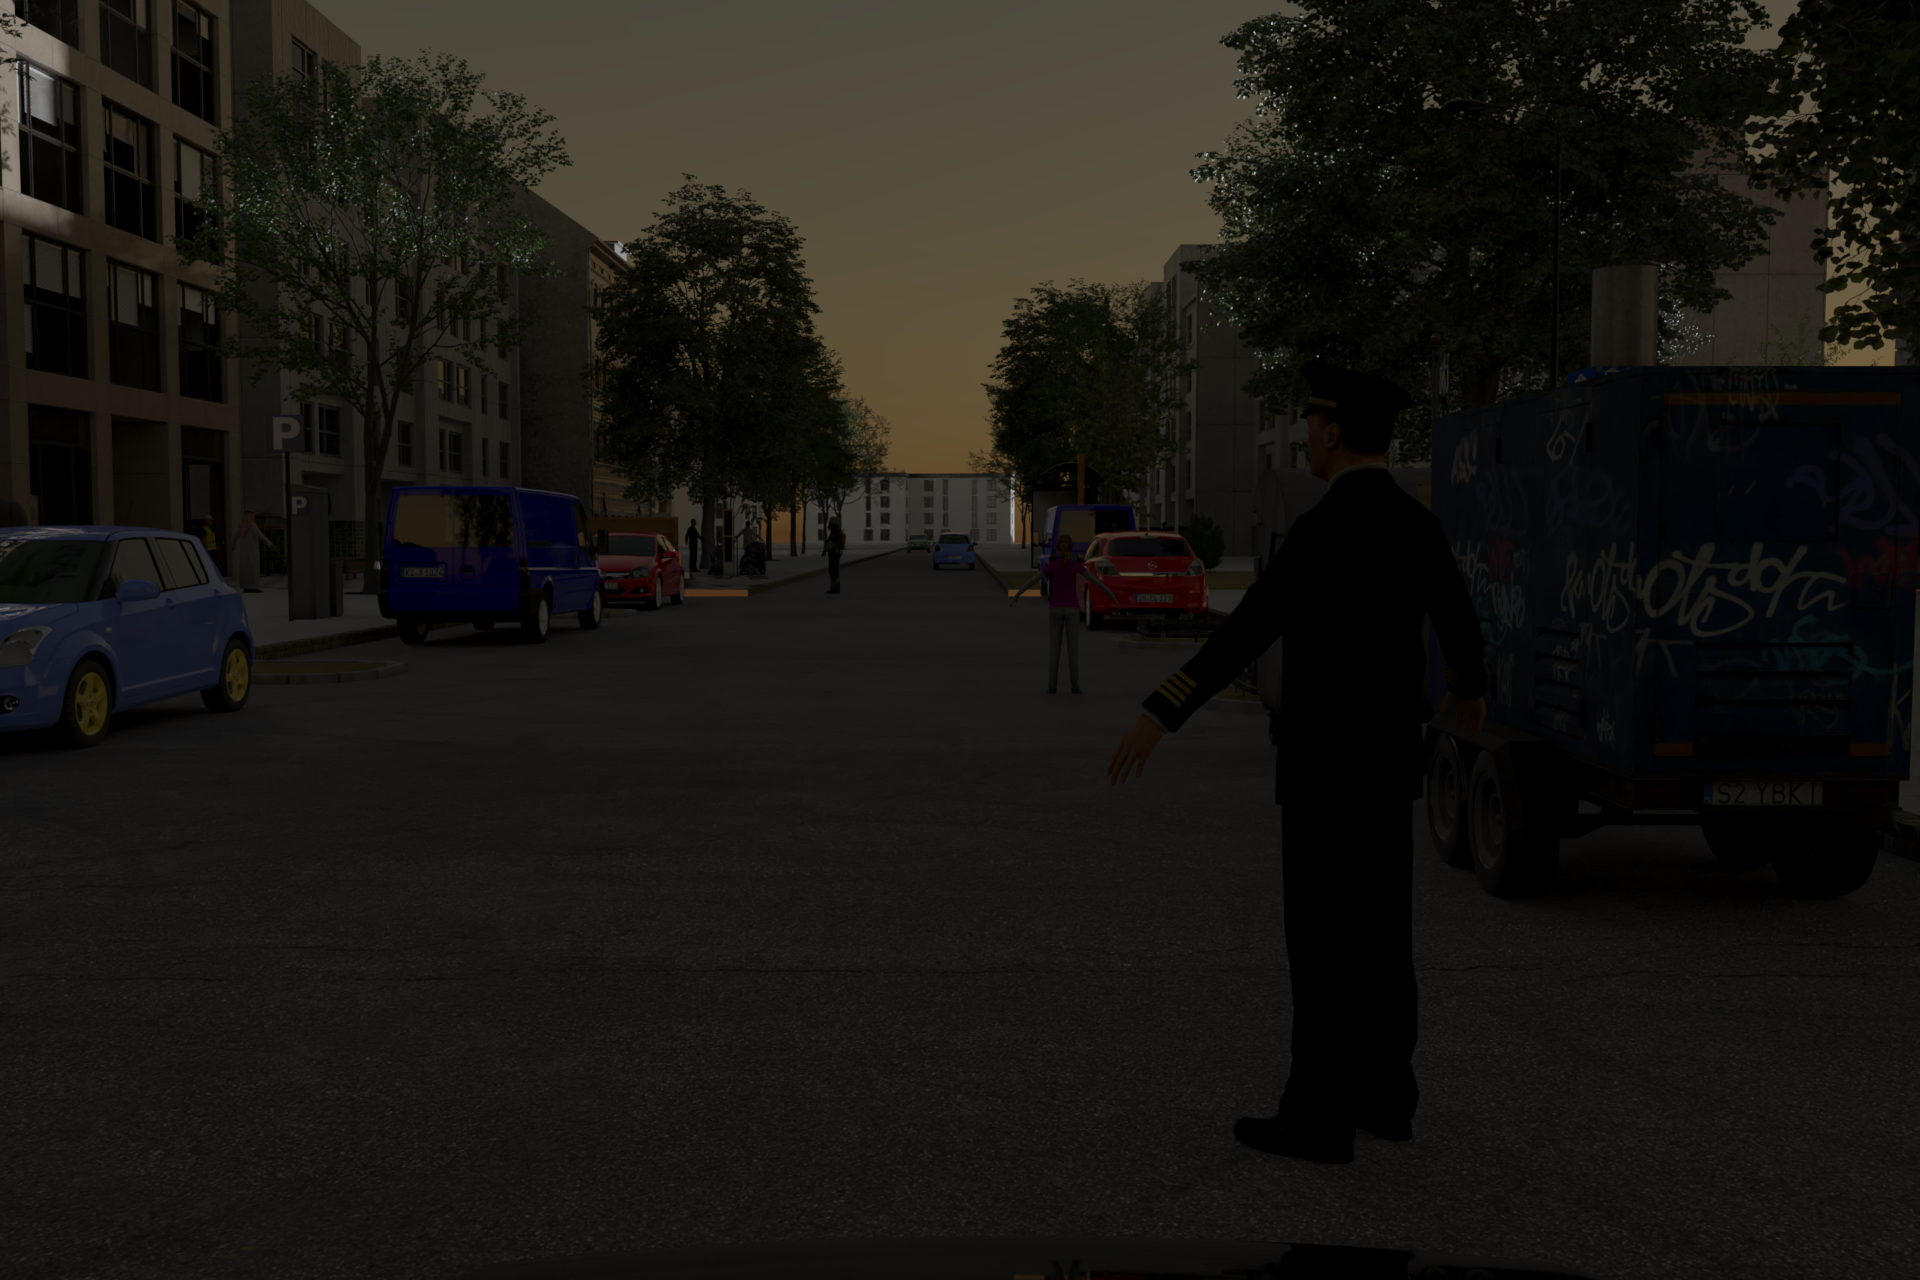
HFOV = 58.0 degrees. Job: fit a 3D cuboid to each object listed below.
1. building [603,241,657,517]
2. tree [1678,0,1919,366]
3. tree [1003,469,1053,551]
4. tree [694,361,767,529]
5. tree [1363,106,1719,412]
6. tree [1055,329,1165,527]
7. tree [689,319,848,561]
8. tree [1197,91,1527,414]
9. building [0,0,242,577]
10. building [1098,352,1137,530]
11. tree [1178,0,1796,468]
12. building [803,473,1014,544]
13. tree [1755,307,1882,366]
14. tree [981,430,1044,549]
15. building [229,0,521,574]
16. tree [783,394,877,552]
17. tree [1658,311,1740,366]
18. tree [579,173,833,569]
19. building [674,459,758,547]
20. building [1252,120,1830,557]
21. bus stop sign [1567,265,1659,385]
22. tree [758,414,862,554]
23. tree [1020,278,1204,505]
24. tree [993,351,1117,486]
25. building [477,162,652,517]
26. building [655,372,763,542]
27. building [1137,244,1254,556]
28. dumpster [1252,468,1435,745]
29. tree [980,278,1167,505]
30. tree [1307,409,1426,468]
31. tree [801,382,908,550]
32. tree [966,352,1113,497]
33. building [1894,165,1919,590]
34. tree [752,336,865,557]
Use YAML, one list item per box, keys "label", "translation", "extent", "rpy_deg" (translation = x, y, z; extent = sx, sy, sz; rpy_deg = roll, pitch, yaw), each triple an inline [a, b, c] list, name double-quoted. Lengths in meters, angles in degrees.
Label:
- label: "building"
  translation: [-27.059, -15.696, 113.043]
  extent: [16.016, 20.090, 11.380]
  rpy_deg: [0, 3, 0]
- label: "tree"
  translation: [8.352, -6.302, 9.696]
  extent: [9.857, 13.997, 8.962]
  rpy_deg: [0, 3, 0]
- label: "tree"
  translation: [5.294, -10.906, 128.669]
  extent: [4.737, 8.622, 4.395]
  rpy_deg: [0, 3, 0]
- label: "tree"
  translation: [-9.708, -7.538, 73.611]
  extent: [4.737, 8.622, 4.395]
  rpy_deg: [0, 3, 0]
- label: "tree"
  translation: [15.825, -8.463, 48.741]
  extent: [12.009, 13.543, 11.850]
  rpy_deg: [0, 3, 0]
- label: "tree"
  translation: [5.510, -6.808, 61.665]
  extent: [4.737, 8.622, 4.395]
  rpy_deg: [0, 3, 0]
- label: "tree"
  translation: [-9.173, -9.574, 82.295]
  extent: [9.928, 11.665, 9.643]
  rpy_deg: [0, 3, 0]
- label: "tree"
  translation: [8.988, -6.940, 39.220]
  extent: [9.928, 11.665, 9.643]
  rpy_deg: [0, 3, 0]
- label: "building"
  translation: [-29.504, -13.903, 30.520]
  extent: [19.350, 26.588, 34.151]
  rpy_deg: [0, 4, 0]
- label: "building"
  translation: [22.483, -18.404, 167.365]
  extent: [16.747, 18.905, 31.486]
  rpy_deg: [0, 4, -1]
- label: "tree"
  translation: [8.364, -7.434, 28.199]
  extent: [9.857, 13.997, 8.962]
  rpy_deg: [0, 3, 0]
- label: "building"
  translation: [-6.830, -17.829, 236.115]
  extent: [28.070, 9.664, 9.099]
  rpy_deg: [0, 4, 7]
- label: "tree"
  translation: [27.982, -6.538, 57.260]
  extent: [4.737, 8.622, 4.395]
  rpy_deg: [0, 3, 0]
- label: "tree"
  translation: [5.440, -13.489, 146.299]
  extent: [9.928, 11.665, 9.643]
  rpy_deg: [0, 3, 0]
- label: "building"
  translation: [-30.134, -12.476, 70.433]
  extent: [16.747, 18.905, 31.486]
  rpy_deg: [0, 4, -1]
- label: "tree"
  translation: [-9.696, -12.150, 124.410]
  extent: [9.928, 11.665, 9.643]
  rpy_deg: [0, 3, 0]
- label: "tree"
  translation: [22.561, -6.499, 56.625]
  extent: [4.360, 8.622, 3.978]
  rpy_deg: [0, 3, 0]
- label: "tree"
  translation: [-9.142, -9.568, 63.085]
  extent: [9.857, 13.997, 8.962]
  rpy_deg: [0, 3, 0]
- label: "building"
  translation: [-25.644, -14.682, 182.204]
  extent: [9.099, 9.664, 28.070]
  rpy_deg: [0, 4, -1]
- label: "building"
  translation: [25.080, -13.228, 82.728]
  extent: [16.747, 18.905, 31.486]
  rpy_deg: [0, 4, 0]
- label: "bus stop sign"
  translation: [6.612, -1.731, 17.326]
  extent: [0.837, 3.901, 0.837]
  rpy_deg: [0, 4, 0]
- label: "tree"
  translation: [-9.797, -10.837, 111.597]
  extent: [7.601, 10.594, 8.767]
  rpy_deg: [-2, 4, -26]
- label: "tree"
  translation: [6.058, -8.875, 70.867]
  extent: [9.928, 11.665, 9.643]
  rpy_deg: [0, 3, 0]
- label: "tree"
  translation: [5.481, -10.474, 97.013]
  extent: [9.928, 11.665, 9.643]
  rpy_deg: [0, 3, 0]
- label: "building"
  translation: [-28.256, -16.300, 97.432]
  extent: [19.493, 23.208, 18.063]
  rpy_deg: [0, 4, -1]
- label: "building"
  translation: [-29.624, -21.245, 203.781]
  extent: [16.016, 20.090, 11.380]
  rpy_deg: [0, 4, -1]
- label: "building"
  translation: [21.763, -15.167, 114.446]
  extent: [16.747, 18.905, 31.486]
  rpy_deg: [0, 4, 0]
- label: "dumpster"
  translation: [2.864, -0.186, 11.262]
  extent: [1.865, 1.857, 1.264]
  rpy_deg: [0, 4, -1]
- label: "tree"
  translation: [5.908, -10.980, 86.174]
  extent: [9.857, 13.997, 8.962]
  rpy_deg: [0, 3, 0]
- label: "tree"
  translation: [14.080, -6.556, 57.561]
  extent: [4.360, 8.622, 3.978]
  rpy_deg: [0, 3, 0]
- label: "tree"
  translation: [-9.834, -14.077, 140.531]
  extent: [12.009, 13.543, 11.850]
  rpy_deg: [0, 3, 0]
- label: "tree"
  translation: [6.002, -12.196, 109.770]
  extent: [12.009, 13.543, 11.850]
  rpy_deg: [0, 3, 0]
- label: "building"
  translation: [25.129, -11.044, 28.793]
  extent: [9.793, 21.092, 18.267]
  rpy_deg: [0, 4, 0]
- label: "tree"
  translation: [-9.277, -11.014, 98.198]
  extent: [7.486, 12.596, 7.792]
  rpy_deg: [0, 3, 0]
